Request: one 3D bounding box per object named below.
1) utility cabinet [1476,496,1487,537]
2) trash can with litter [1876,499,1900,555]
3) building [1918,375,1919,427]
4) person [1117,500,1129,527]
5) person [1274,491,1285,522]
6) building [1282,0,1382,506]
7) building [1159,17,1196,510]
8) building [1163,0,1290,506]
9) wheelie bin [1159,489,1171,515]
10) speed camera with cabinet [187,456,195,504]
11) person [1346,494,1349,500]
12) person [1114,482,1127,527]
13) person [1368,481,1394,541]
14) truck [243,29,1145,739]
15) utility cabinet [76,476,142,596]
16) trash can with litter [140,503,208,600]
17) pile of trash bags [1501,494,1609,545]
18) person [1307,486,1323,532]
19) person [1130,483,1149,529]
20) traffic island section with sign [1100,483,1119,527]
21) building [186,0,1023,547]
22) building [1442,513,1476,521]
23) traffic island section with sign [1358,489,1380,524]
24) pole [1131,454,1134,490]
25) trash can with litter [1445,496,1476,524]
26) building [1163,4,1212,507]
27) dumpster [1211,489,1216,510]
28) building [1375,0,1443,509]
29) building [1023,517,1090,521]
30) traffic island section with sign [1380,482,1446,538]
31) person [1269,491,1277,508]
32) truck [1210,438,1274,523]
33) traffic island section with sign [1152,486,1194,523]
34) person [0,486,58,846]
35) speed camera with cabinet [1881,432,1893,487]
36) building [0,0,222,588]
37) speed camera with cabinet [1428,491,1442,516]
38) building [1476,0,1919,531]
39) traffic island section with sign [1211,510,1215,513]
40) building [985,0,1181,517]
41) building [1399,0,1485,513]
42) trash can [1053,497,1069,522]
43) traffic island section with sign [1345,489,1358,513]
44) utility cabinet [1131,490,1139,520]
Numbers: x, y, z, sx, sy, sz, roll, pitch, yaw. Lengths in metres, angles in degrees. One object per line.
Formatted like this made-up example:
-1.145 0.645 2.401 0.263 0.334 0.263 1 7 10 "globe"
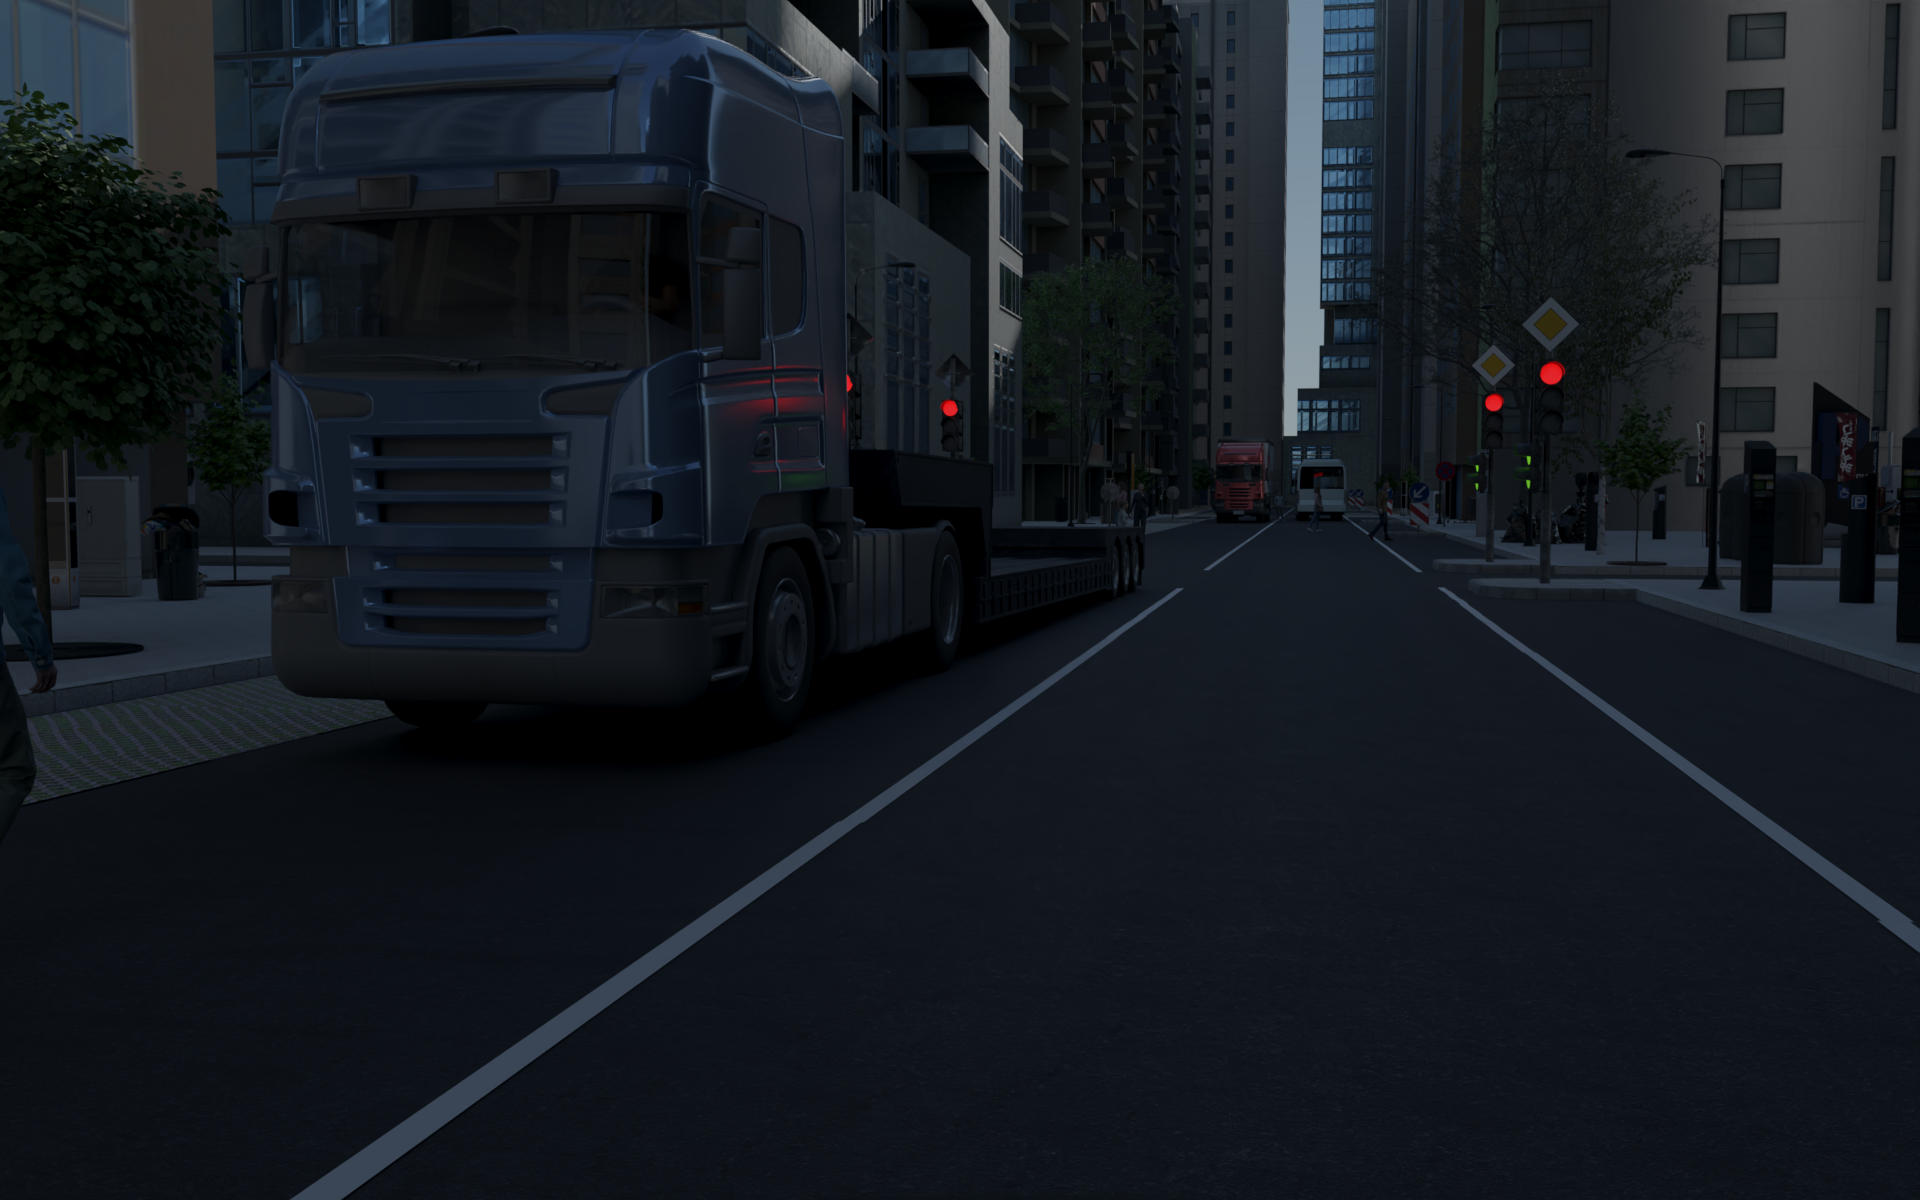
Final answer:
15.665 -2.502 52.066 0.306 1.237 1.020 1 4 18 "utility cabinet"
19.338 -1.542 36.604 1.055 1.170 0.624 0 4 7 "trash can with litter"
97.057 -30.714 156.796 28.867 44.769 22.147 1 4 12 "building"
3.808 -1.681 40.268 0.394 1.301 0.425 -2 4 -24 "person"
16.534 -4.855 89.693 0.589 1.601 0.330 0 4 2 "person"
53.045 -54.076 196.819 31.000 86.520 22.319 1 4 12 "building"
12.167 -28.264 145.713 14.154 41.232 14.086 1 4 12 "building"
23.872 -40.415 202.778 28.212 58.520 21.231 1 4 12 "building"
12.870 -6.166 108.715 0.693 1.594 0.980 1 4 22 "wheelie bin"
-17.723 -2.704 38.551 0.660 3.252 2.038 0 4 -1 "speed camera with cabinet"
33.409 -8.707 150.861 1.348 1.823 0.705 -2 4 -34 "person"
5.292 -2.976 57.165 0.388 1.821 0.555 -2 4 -24 "person"
12.992 -2.746 53.303 0.836 1.842 0.656 0 4 -2 "person"
-0.547 -1.675 17.144 2.967 4.110 18.799 1 4 13 "truck"
-10.884 -0.796 21.687 1.173 1.500 0.318 1 4 11 "utility cabinet"
-9.578 -0.598 21.166 0.624 1.170 1.055 -1 4 -15 "trash can with litter"
15.554 -2.138 44.707 1.912 1.369 3.447 -1 4 -16 "pile of trash bags"
13.575 -3.489 66.130 0.643 1.750 0.593 0 4 3 "person"
5.701 -2.818 54.988 0.576 1.772 0.534 0 4 -3 "person"
5.102 -3.070 58.823 1.989 1.847 2.006 1 4 12 "traffic island section with sign"
-9.654 -45.217 51.966 22.319 86.520 31.000 1 4 12 "building"
31.806 -26.714 86.879 14.600 45.320 14.200 1 4 12 "building"
20.587 -4.631 84.350 1.989 1.847 2.006 1 4 12 "traffic island section with sign"
8.736 -5.732 87.566 0.158 3.312 0.155 0 3 0 "pole"
22.102 -3.970 75.963 2.233 1.210 1.678 1 4 20 "trash can with litter"
9.432 -33.860 173.213 30.456 49.044 23.786 1 4 12 "building"
20.701 -7.829 136.218 1.865 1.857 1.264 1 4 13 "dumpster"
50.144 -37.952 162.508 21.231 58.520 28.212 1 4 12 "building"
-2.058 -26.913 94.656 22.147 44.769 28.867 1 4 12 "building"
15.195 -3.013 57.883 1.989 1.847 2.006 1 4 12 "traffic island section with sign"
31.345 -10.004 172.854 0.721 1.735 1.217 -3 4 -36 "person"
14.687 -6.141 89.323 2.839 4.237 11.283 1 4 12 "truck"
10.563 -4.707 85.589 1.989 1.847 2.006 1 4 12 "traffic island section with sign"
-3.099 0.219 5.258 0.601 1.785 0.444 1 4 13 "person"
29.941 -3.694 54.728 0.660 3.252 2.038 0 4 -3 "speed camera with cabinet"
-19.883 -22.658 20.571 14.200 45.320 14.600 1 4 12 "building"
28.414 -6.542 101.303 2.038 3.252 0.660 -1 4 -17 "speed camera with cabinet"
26.996 -23.354 65.426 14.154 41.232 14.086 1 4 12 "building"
20.548 -7.694 134.423 1.989 1.847 2.006 1 4 12 "traffic island section with sign"
4.185 -28.791 125.352 22.147 44.769 28.867 1 4 12 "building"
43.971 -30.102 142.280 14.600 45.320 14.200 1 4 12 "building"
4.632 -4.134 79.251 0.748 1.137 0.748 0 3 0 "trash can"
30.411 -7.573 132.451 1.989 1.847 2.006 1 4 12 "traffic island section with sign"
8.769 -4.753 86.389 0.318 1.500 1.173 1 4 17 "utility cabinet"
